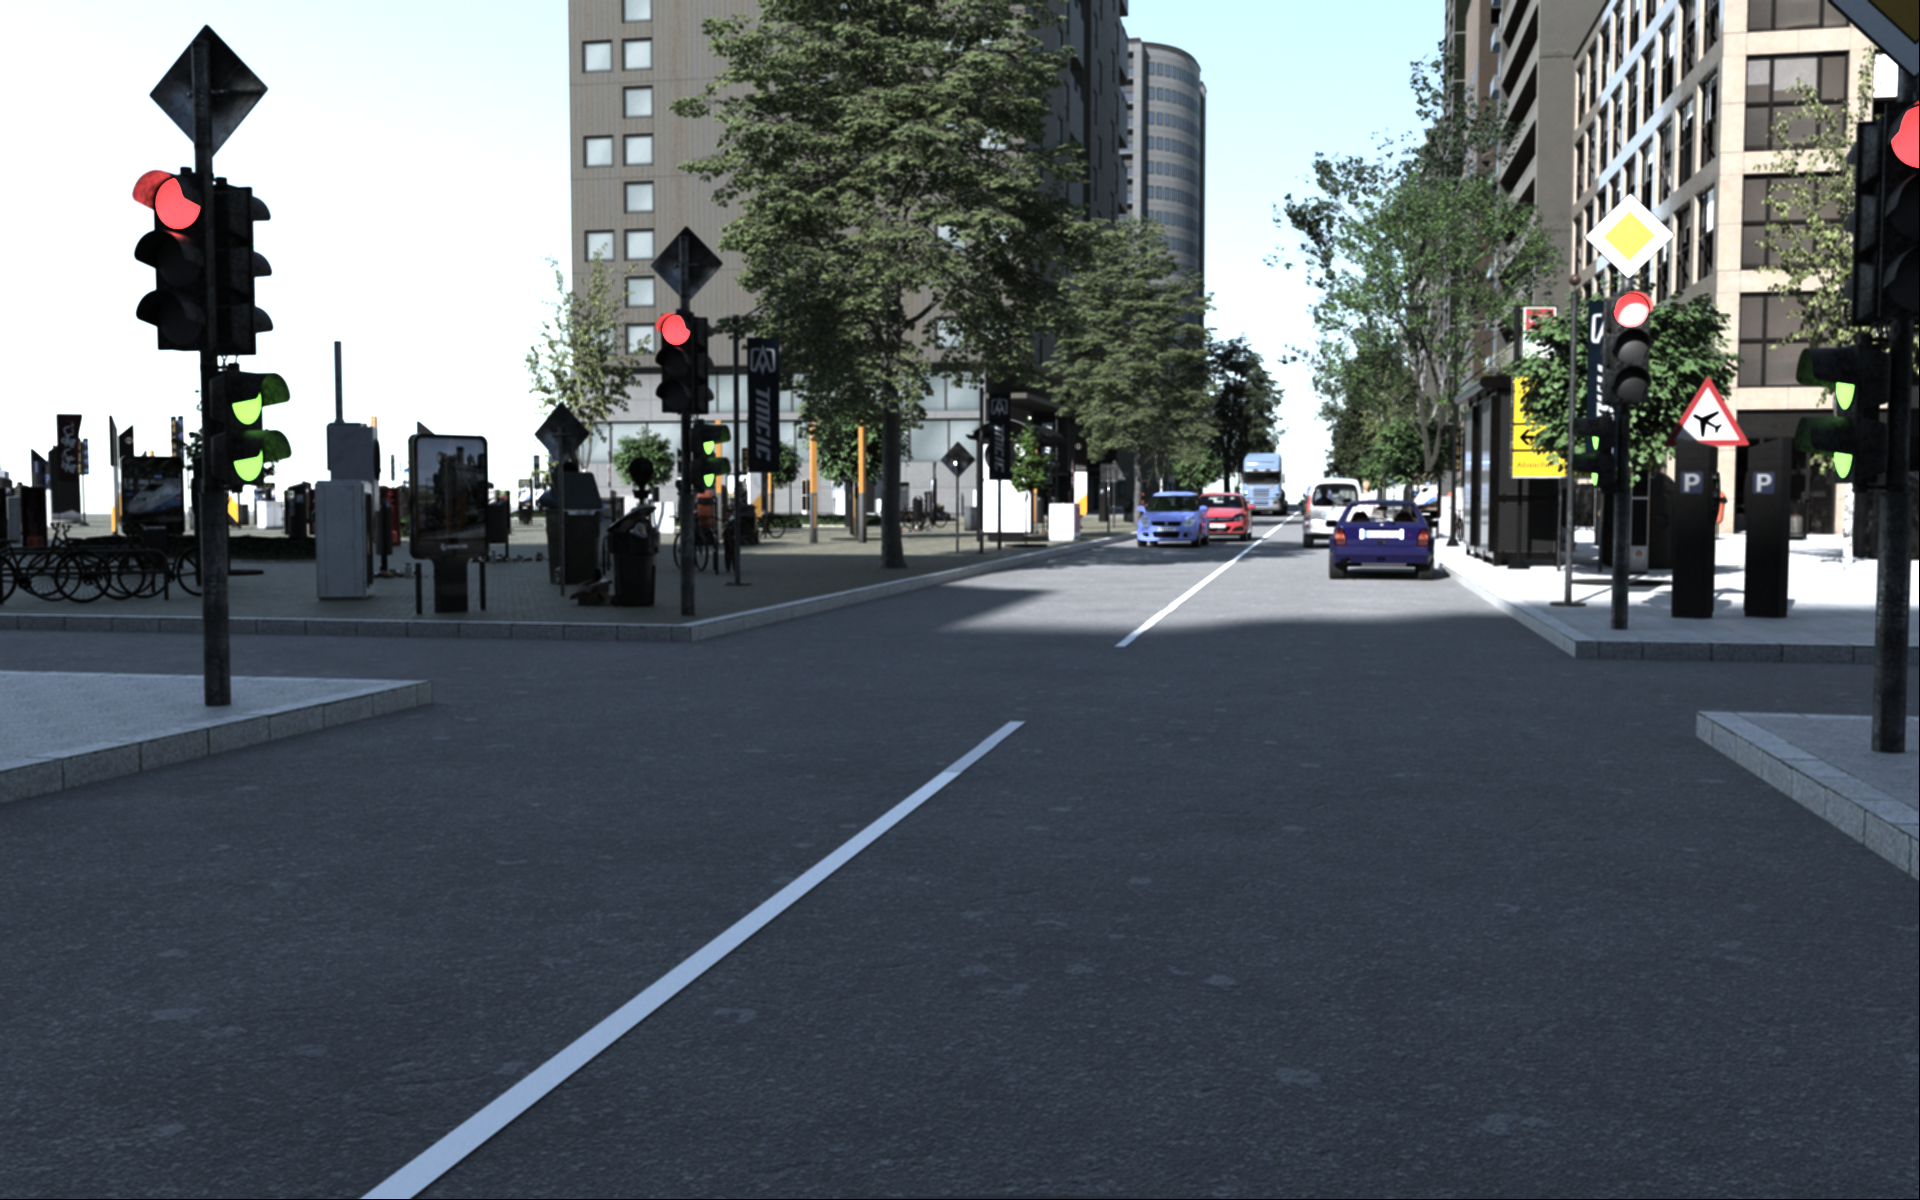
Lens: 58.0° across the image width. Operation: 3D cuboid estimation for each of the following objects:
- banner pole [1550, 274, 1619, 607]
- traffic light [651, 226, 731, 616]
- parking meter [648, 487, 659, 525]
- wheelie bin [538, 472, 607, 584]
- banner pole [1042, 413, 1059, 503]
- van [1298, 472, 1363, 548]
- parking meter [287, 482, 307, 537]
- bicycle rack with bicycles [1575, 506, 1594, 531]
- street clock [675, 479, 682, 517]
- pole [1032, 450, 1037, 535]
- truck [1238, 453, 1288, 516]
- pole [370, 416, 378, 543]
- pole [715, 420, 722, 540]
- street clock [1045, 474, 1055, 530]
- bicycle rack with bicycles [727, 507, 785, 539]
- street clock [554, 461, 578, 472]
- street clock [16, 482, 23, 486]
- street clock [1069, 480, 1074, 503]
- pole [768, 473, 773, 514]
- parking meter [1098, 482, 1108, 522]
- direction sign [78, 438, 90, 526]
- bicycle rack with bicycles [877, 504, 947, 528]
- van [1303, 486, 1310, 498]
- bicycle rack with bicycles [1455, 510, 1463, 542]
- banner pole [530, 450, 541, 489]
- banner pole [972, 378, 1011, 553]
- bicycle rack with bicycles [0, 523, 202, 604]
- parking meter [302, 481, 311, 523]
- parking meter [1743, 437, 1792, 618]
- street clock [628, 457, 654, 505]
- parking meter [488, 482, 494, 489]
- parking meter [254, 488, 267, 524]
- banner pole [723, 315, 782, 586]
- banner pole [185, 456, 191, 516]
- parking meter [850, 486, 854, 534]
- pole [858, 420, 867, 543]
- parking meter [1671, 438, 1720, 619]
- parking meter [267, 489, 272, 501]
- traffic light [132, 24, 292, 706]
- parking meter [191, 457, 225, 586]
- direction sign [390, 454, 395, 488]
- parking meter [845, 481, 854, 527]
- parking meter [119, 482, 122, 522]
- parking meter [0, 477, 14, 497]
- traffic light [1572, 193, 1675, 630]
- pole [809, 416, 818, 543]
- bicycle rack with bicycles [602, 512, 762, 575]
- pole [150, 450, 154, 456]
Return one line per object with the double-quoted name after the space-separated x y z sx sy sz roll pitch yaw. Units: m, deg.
7.232 -1.824 19.837 0.863 3.779 0.401 0 4 -2 "banner pole"
-2.868 -1.793 18.235 0.839 4.253 0.868 1 4 12 "traffic light"
-10.701 -3.187 60.512 0.372 1.533 0.369 0 3 0 "parking meter"
-5.582 -1.035 24.833 0.980 1.594 0.693 -2 4 -35 "wheelie bin"
2.812 -3.877 53.398 0.401 3.779 0.863 -3 5 -44 "banner pole"
10.187 -2.448 47.036 2.013 2.044 4.112 1 4 12 "van"
-14.314 -1.774 37.413 0.372 1.533 0.369 0 3 0 "parking meter"
22.348 -2.862 60.183 2.925 0.926 2.852 -3 5 -39 "bicycle rack with bicycles"
-13.819 -4.958 85.633 0.471 2.002 0.358 2 4 33 "street clock"
2.340 -3.690 54.172 0.158 3.312 0.155 0 3 0 "pole"
21.168 -7.938 119.551 2.967 4.110 18.799 1 4 12 "truck"
-15.300 -3.148 45.312 0.158 3.312 0.155 0 3 0 "pole"
-6.674 -3.305 47.879 0.158 3.312 0.155 0 3 0 "pole"
3.238 -3.516 62.050 0.471 2.002 0.358 1 4 18 "street clock"
-6.504 -2.247 50.121 2.925 0.926 2.852 -1 4 -18 "bicycle rack with bicycles"
-8.736 -2.073 38.472 0.471 2.002 0.358 -2 4 -31 "street clock"
-55.275 -5.949 101.834 0.471 2.002 0.358 3 5 44 "street clock"
6.024 -5.356 92.133 0.358 2.002 0.471 -2 4 -35 "street clock"
-8.752 -5.266 79.937 0.158 3.312 0.155 0 3 0 "pole"
6.666 -4.580 80.595 0.399 1.863 0.255 3 5 40 "parking meter"
-35.617 -4.792 70.347 0.876 3.537 0.379 2 4 33 "direction sign"
-1.922 -3.219 66.017 2.925 0.926 2.852 -1 4 -13 "bicycle rack with bicycles"
28.466 -8.160 137.803 2.240 2.365 5.245 1 4 10 "van"
14.357 -2.009 46.228 2.852 0.926 2.925 1 4 12 "bicycle rack with bicycles"
-23.950 -6.576 97.542 0.401 3.779 0.863 2 4 34 "banner pole"
0.698 -2.907 37.552 0.863 3.779 0.401 0 4 -1 "banner pole"
-10.625 -0.483 21.287 2.925 0.926 2.852 -2 4 -28 "bicycle rack with bicycles"
-28.535 -4.284 75.749 0.399 1.863 0.255 -1 4 -13 "parking meter"
8.415 -0.756 18.071 0.255 1.863 0.399 -3 5 -41 "parking meter"
-6.244 -1.797 33.948 0.471 2.002 0.358 -1 4 -15 "street clock"
-22.692 -4.770 83.700 0.255 1.863 0.399 -3 5 -40 "parking meter"
-29.665 -3.967 73.263 0.372 1.533 0.369 0 3 0 "parking meter"
-2.927 -2.106 24.453 0.863 3.779 0.401 -1 4 -21 "banner pole"
-45.742 -6.894 102.736 0.401 3.779 0.863 -3 5 -42 "banner pole"
-3.318 -2.858 55.135 0.372 1.533 0.369 0 3 0 "parking meter"
-2.558 -3.151 45.363 0.158 3.312 0.155 0 3 0 "pole"
7.623 -0.748 17.936 0.399 1.863 0.255 3 5 42 "parking meter"
-31.838 -4.355 79.622 0.372 1.533 0.369 0 3 0 "parking meter"
-4.502 -1.315 10.419 0.839 4.253 0.868 1 4 12 "traffic light"
-10.540 -1.137 24.298 0.399 1.863 0.255 0 4 -6 "parking meter"
-32.193 -6.505 98.353 0.379 3.537 0.876 -2 4 -31 "direction sign"
-4.290 -3.764 67.257 0.255 1.863 0.399 1 4 19 "parking meter"
-37.929 -4.439 78.284 0.399 1.863 0.255 1 4 16 "parking meter"
-32.822 -3.300 59.672 0.399 1.863 0.255 -3 5 -41 "parking meter"
6.250 -1.678 16.354 0.839 4.253 0.868 1 4 12 "traffic light"
-3.812 -3.131 45.038 0.158 3.312 0.155 0 3 0 "pole"
-4.779 -0.923 28.471 2.852 0.926 2.925 0 4 -8 "bicycle rack with bicycles"
-37.449 -5.292 80.363 0.158 3.312 0.155 0 3 0 "pole"
